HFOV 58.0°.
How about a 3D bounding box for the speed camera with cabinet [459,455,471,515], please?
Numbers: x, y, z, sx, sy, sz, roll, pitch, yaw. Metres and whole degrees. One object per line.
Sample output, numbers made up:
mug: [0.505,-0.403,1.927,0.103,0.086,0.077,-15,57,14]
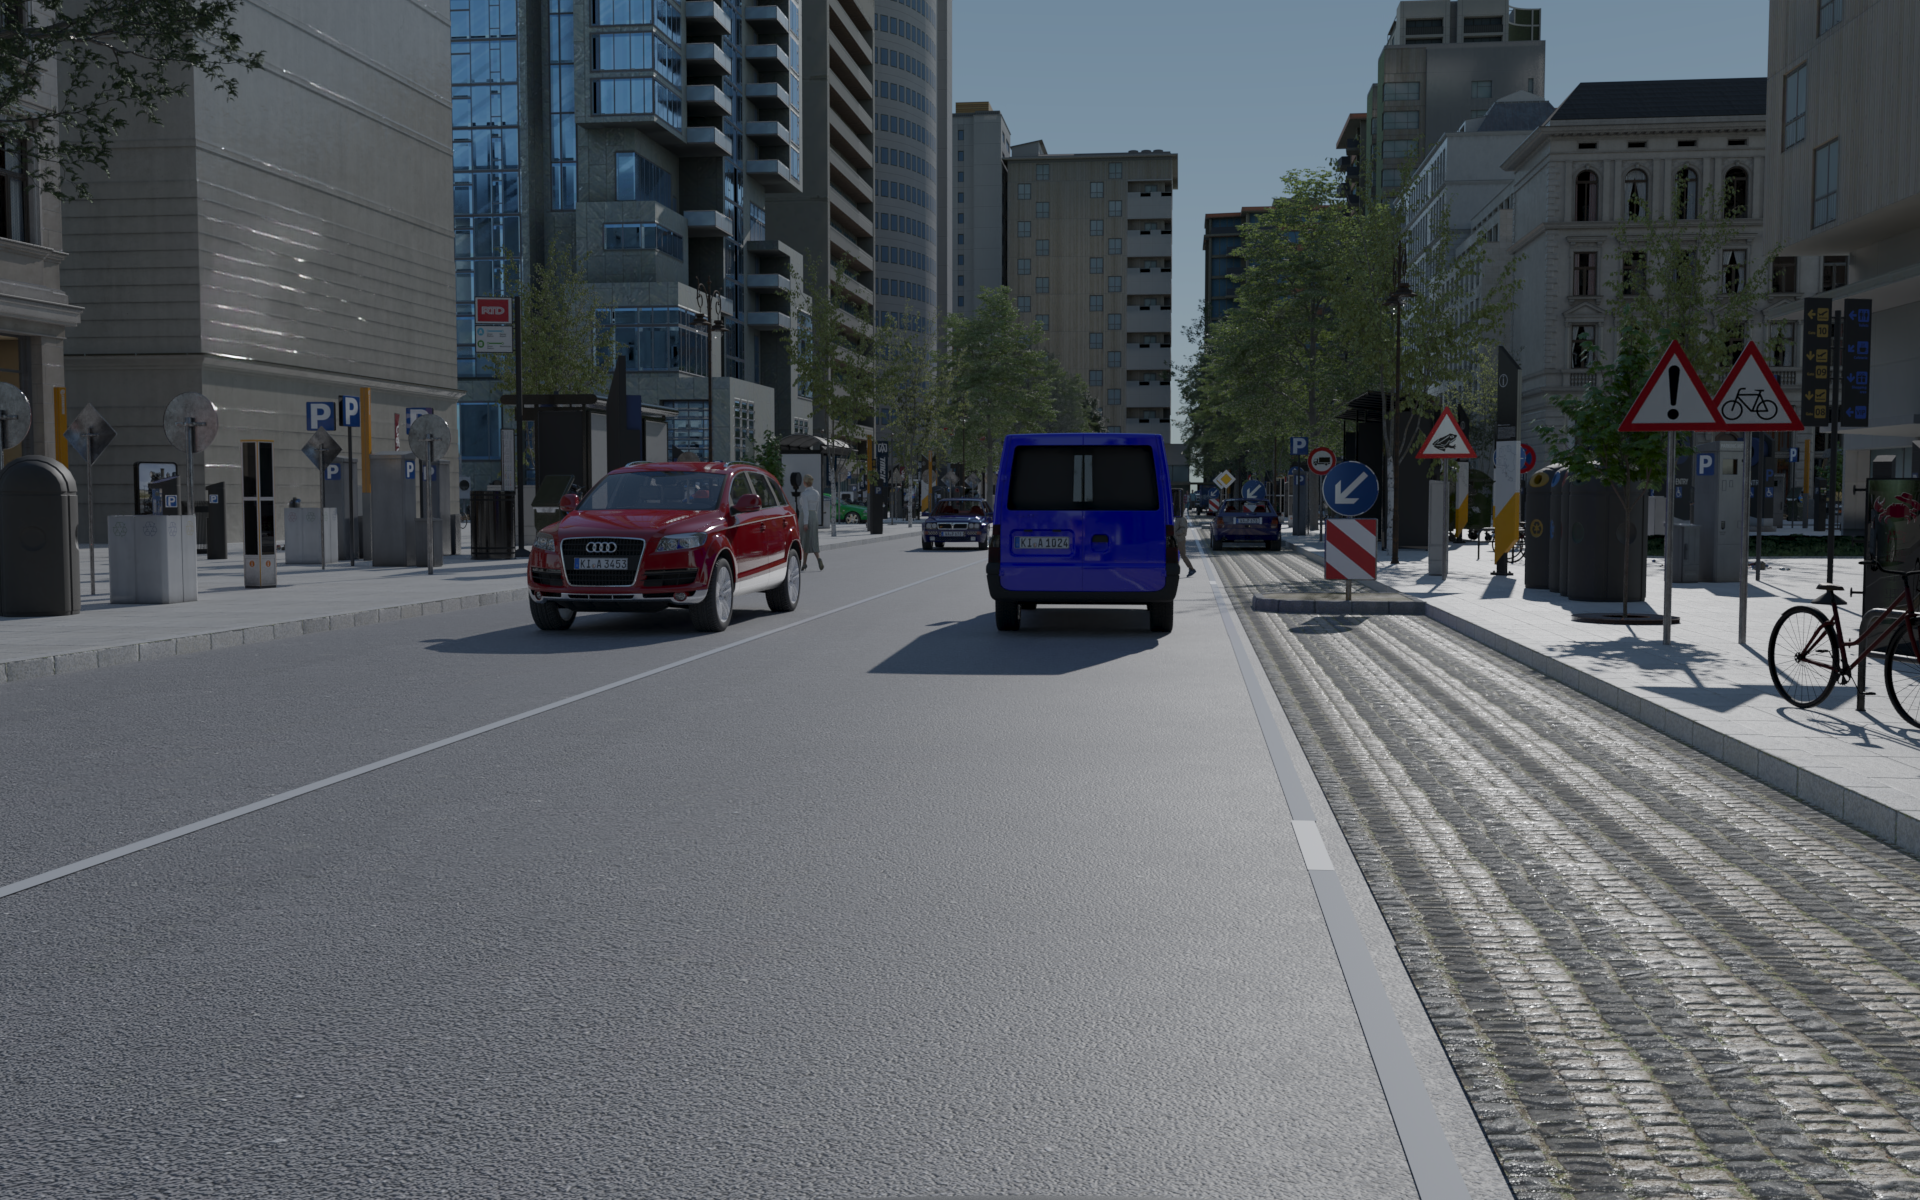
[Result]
speed camera with cabinet: [-25.804,-5.697,87.487,2.038,3.252,0.660,-3,4,-38]

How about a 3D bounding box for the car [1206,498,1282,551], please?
car: [7.350,-1.967,44.738,1.945,1.354,3.894,0,4,7]

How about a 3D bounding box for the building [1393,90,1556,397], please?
building: [41.195,-21.897,135.502,11.434,29.767,29.804,0,4,7]

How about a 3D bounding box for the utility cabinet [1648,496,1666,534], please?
utility cabinet: [20.666,-2.477,51.668,0.306,1.237,1.020,3,5,40]

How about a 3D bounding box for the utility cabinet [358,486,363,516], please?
utility cabinet: [-15.865,-2.301,46.299,1.173,1.500,0.318,-3,4,-36]

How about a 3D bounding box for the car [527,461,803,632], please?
car: [-3.218,-0.680,19.789,2.281,1.827,5.304,0,4,8]

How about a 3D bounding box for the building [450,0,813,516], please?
building: [-21.760,-48.743,109.617,22.319,86.520,31.000,0,4,7]

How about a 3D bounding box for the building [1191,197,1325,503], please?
building: [49.099,-36.948,258.715,28.867,44.769,22.147,0,4,7]

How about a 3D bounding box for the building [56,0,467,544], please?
building: [-39.556,-16.971,53.896,44.131,29.872,17.030,0,4,7]

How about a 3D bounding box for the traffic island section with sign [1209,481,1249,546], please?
traffic island section with sign: [8.070,-2.434,48.423,1.989,1.847,2.006,0,4,7]

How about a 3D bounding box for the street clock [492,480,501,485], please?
street clock: [-23.719,-5.148,88.733,0.471,2.002,0.358,-2,4,-34]

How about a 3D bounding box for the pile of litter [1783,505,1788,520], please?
pile of litter: [40.847,-4.438,86.519,1.719,0.858,1.176,3,5,45]

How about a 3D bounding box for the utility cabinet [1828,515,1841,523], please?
utility cabinet: [39.096,-4.015,76.815,1.020,1.237,0.306,1,4,16]

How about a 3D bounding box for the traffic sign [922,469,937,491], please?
traffic sign: [-1.585,-5.416,88.657,0.768,2.556,0.104,1,4,12]

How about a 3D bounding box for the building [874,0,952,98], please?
building: [-12.986,-38.467,170.926,21.231,58.520,28.212,0,4,7]

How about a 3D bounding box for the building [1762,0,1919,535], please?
building: [36.595,-27.462,38.250,28.713,52.752,27.495,0,4,7]

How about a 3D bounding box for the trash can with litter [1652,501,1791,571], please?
trash can with litter: [13.333,-1.152,29.897,1.678,1.210,2.233,-1,4,-14]

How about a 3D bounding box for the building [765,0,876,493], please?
building: [-19.432,-31.883,144.991,21.300,48.544,21.600,0,4,7]

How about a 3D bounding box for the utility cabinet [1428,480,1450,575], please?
utility cabinet: [7.652,-1.161,27.656,0.318,1.500,1.173,1,4,14]

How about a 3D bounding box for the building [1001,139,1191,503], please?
building: [21.436,-41.290,264.330,27.495,52.752,28.713,0,4,7]

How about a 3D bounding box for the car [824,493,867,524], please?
car: [-5.919,-4.111,76.014,4.718,1.807,1.959,0,4,8]

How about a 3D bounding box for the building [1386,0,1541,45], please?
building: [73.512,-49.879,253.775,20.611,71.187,20.563,0,4,7]

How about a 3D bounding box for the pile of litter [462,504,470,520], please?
pile of litter: [-24.164,-4.327,84.712,1.176,0.858,1.719,-1,4,-20]

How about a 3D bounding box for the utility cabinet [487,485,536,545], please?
utility cabinet: [-11.172,-2.112,43.206,1.173,1.500,0.318,-1,4,-12]

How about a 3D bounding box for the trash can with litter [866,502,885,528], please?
trash can with litter: [-3.259,-3.348,66.124,0.624,1.170,1.055,1,4,9]

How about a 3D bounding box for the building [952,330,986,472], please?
building: [-12.626,-22.102,206.411,28.899,21.520,27.650,0,4,7]

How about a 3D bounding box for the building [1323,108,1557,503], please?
building: [53.998,-33.099,195.786,22.147,44.769,28.867,0,4,7]

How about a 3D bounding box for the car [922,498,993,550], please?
car: [0.022,-2.020,45.601,1.945,1.354,3.894,0,4,6]

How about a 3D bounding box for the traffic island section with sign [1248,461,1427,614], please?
traffic island section with sign: [4.666,-0.789,21.525,1.989,1.847,2.006,0,4,7]

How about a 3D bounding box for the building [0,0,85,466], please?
building: [-26.582,-10.273,18.875,10.553,20.767,40.483,0,4,7]

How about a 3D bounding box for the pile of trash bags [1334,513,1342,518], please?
pile of trash bags: [14.827,-3.228,62.529,1.912,1.369,3.447,3,4,36]

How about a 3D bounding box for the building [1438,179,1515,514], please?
building: [37.643,-15.755,112.354,10.420,20.320,16.860,0,4,7]

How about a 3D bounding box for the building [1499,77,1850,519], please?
building: [40.204,-16.178,93.387,19.941,23.489,11.050,0,4,7]

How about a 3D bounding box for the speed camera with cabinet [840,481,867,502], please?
speed camera with cabinet: [-7.314,-7.598,118.562,2.038,3.252,0.660,-1,4,-16]

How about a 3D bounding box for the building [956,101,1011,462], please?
building: [-6.631,-44.172,264.217,28.212,58.520,21.231,0,4,7]

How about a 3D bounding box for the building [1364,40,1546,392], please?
building: [45.489,-29.189,160.827,14.154,41.232,14.086,0,4,7]

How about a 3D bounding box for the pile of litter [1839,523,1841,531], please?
pile of litter: [30.958,-2.783,59.462,1.719,0.858,1.176,-1,4,-15]

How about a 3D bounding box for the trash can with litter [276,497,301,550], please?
trash can with litter: [-15.316,-1.787,40.282,1.678,1.210,2.233,-1,4,-16]

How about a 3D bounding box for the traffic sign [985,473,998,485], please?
traffic sign: [1.820,-6.195,101.388,0.768,2.556,0.104,0,4,8]

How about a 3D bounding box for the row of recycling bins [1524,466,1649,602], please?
row of recycling bins: [8.012,-0.921,22.177,1.069,1.692,3.534,0,4,8]

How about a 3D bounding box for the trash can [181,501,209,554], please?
trash can: [-16.370,-1.561,37.180,0.748,1.137,0.748,0,3,0]

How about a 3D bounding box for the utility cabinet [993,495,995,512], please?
utility cabinet: [2.406,-5.464,100.499,1.020,1.237,0.306,0,4,-1]

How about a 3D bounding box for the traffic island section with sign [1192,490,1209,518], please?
traffic island section with sign: [14.987,-5.775,103.043,1.989,1.847,2.006,0,4,7]

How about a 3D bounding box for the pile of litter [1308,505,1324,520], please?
pile of litter: [17.751,-4.453,86.764,1.719,0.858,1.176,0,4,3]

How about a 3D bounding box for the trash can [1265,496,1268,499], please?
trash can: [23.512,-7.466,133.722,0.748,1.137,0.748,0,3,0]

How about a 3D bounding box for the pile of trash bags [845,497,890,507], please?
pile of trash bags: [-5.852,-6.005,107.939,3.447,1.369,1.912,3,5,43]

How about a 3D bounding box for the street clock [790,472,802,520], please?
street clock: [-5.438,-3.235,57.459,0.358,2.002,0.471,1,4,19]

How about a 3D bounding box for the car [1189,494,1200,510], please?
car: [21.527,-8.987,156.725,2.009,1.686,4.222,0,4,7]

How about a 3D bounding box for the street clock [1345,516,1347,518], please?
street clock: [9.142,-2.212,40.744,0.358,2.002,0.471,1,4,15]

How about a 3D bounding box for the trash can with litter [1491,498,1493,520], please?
trash can with litter: [26.956,-4.611,86.775,0.624,1.170,1.055,1,4,21]

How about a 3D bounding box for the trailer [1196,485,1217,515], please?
trailer: [16.104,-6.461,112.687,1.471,1.999,3.904,0,4,5]
